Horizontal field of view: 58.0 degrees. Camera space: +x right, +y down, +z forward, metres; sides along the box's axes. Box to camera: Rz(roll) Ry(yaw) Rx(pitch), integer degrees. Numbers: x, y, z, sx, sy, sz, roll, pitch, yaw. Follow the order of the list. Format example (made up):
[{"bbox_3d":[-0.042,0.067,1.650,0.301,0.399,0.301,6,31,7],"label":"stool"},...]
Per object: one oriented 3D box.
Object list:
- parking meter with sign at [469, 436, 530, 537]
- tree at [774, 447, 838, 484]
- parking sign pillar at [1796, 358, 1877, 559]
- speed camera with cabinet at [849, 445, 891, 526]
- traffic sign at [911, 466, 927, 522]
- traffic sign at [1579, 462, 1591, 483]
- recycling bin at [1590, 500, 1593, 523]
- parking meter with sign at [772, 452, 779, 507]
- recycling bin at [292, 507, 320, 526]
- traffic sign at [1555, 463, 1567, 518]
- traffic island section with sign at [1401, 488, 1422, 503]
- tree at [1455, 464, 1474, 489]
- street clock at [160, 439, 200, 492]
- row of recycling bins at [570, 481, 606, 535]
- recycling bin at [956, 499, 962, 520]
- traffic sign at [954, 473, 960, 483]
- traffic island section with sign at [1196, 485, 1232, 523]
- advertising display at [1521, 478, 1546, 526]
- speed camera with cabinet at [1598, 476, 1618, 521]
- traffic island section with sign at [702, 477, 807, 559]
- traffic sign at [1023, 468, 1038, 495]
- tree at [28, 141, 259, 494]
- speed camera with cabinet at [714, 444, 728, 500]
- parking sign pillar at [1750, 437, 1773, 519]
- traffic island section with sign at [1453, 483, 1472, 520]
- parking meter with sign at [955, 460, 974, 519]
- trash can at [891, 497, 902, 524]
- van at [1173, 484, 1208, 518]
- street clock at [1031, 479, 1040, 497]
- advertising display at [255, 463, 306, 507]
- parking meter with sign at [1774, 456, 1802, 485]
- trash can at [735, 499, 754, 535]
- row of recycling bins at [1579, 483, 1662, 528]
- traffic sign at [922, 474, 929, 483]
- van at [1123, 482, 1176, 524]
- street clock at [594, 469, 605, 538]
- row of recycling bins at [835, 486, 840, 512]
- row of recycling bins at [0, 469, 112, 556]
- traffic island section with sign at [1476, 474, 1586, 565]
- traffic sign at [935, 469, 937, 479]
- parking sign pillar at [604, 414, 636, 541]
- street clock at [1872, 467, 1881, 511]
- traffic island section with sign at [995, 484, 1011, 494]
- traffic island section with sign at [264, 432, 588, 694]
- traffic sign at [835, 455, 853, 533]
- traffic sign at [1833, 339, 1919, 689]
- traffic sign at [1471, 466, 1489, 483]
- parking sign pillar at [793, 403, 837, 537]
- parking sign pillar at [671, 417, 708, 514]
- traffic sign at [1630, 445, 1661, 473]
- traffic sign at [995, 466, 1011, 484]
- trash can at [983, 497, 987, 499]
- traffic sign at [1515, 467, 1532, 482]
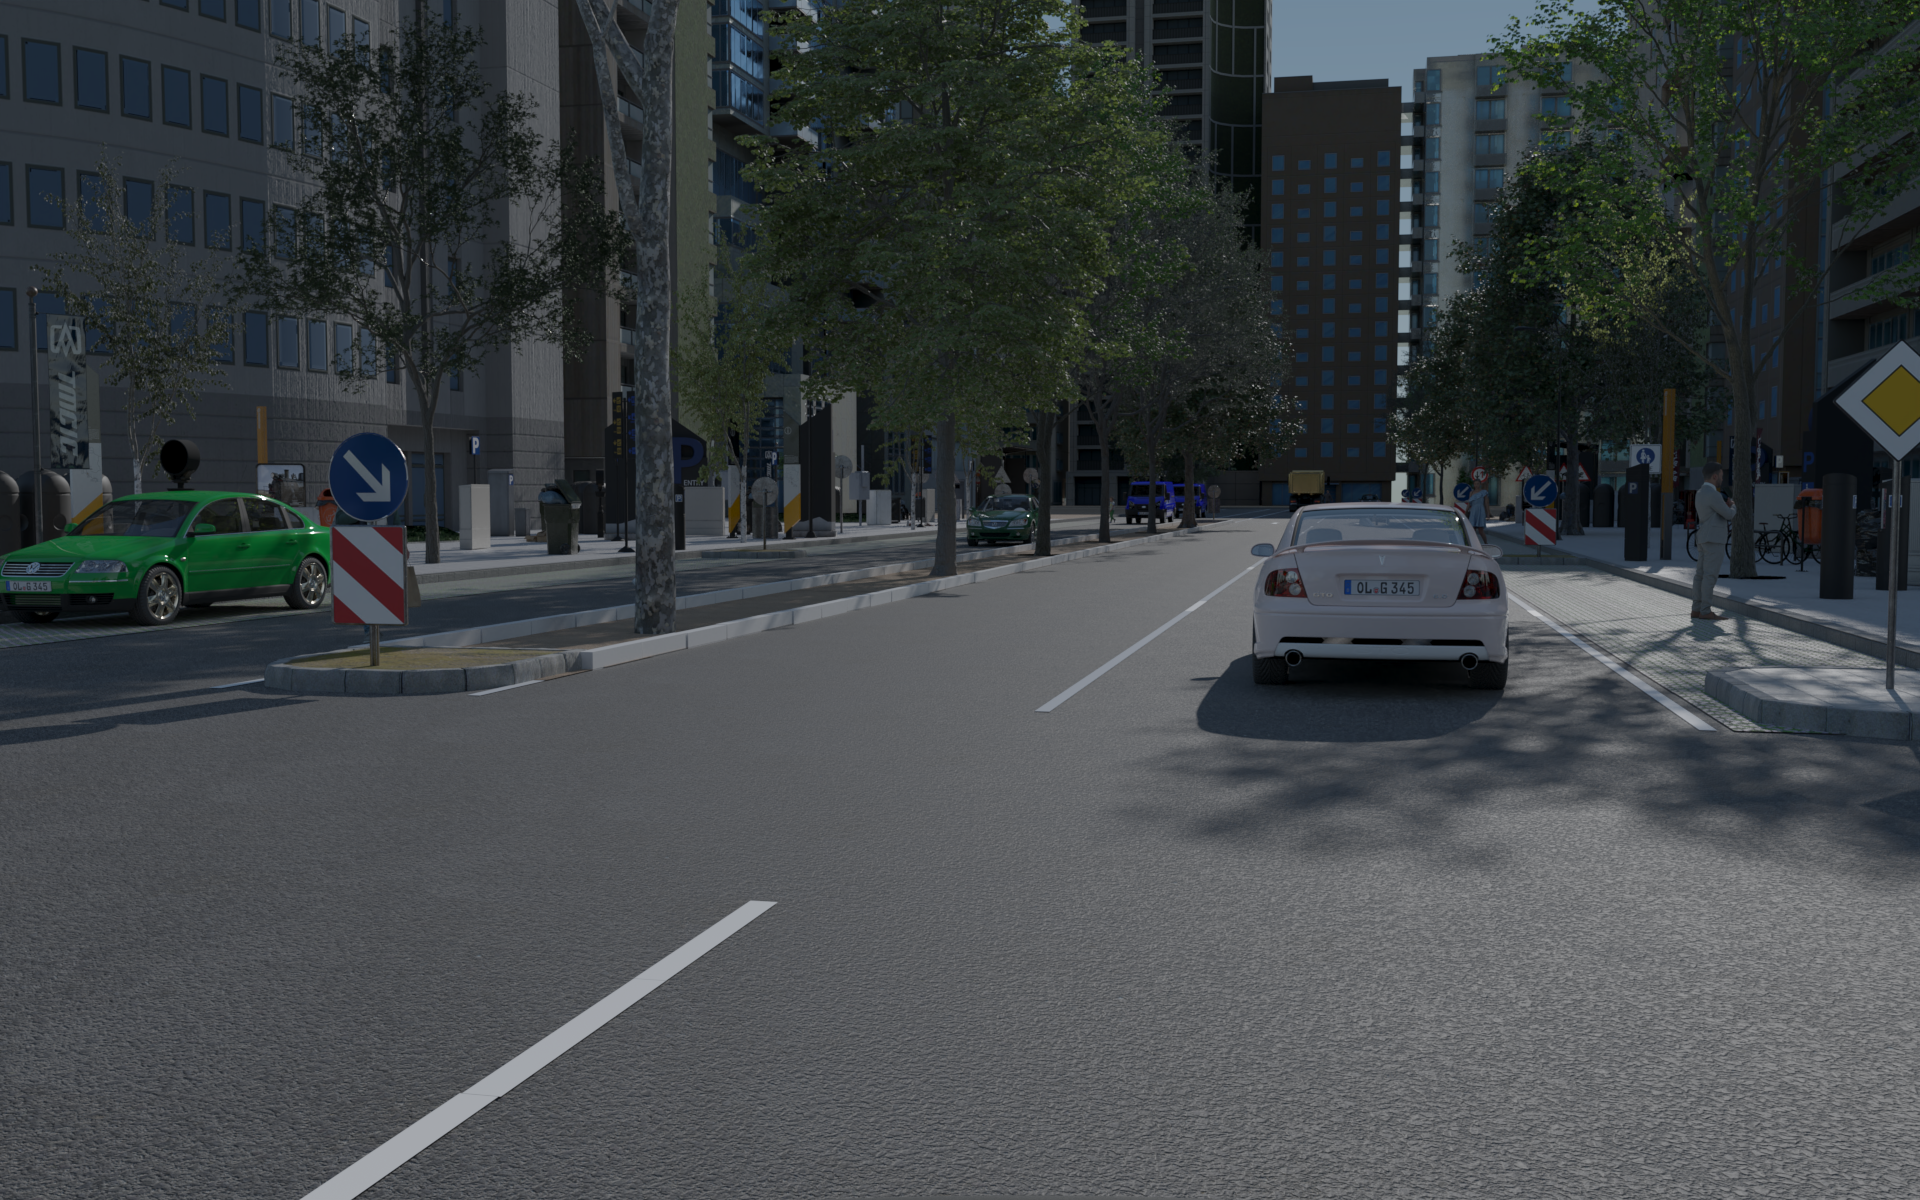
[{"bbox_3d":[-13.882,-3.431,52.362,1.738,3.016,0.543,1,4,9],"label":"parking meter with sign"},{"bbox_3d":[-7.975,-6.501,90.009,4.285,4.588,4.351,0,3,0],"label":"tree"},{"bbox_3d":[17.512,-2.819,34.559,1.447,3.967,1.447,-1,4,-11],"label":"parking sign pillar"},{"bbox_3d":[-3.667,-4.677,70.811,0.660,3.252,2.038,3,4,37],"label":"speed camera with cabinet"},{"bbox_3d":[-1.912,-4.865,79.653,0.768,2.556,0.104,1,4,17],"label":"traffic sign"},{"bbox_3d":[25.328,-4.332,70.824,0.884,2.594,0.081,1,4,15],"label":"traffic sign"},{"bbox_3d":[27.188,-3.865,75.753,0.722,1.027,0.722,-2,4,-28],"label":"recycling bin"},{"bbox_3d":[-6.861,-4.607,71.581,1.738,3.016,0.543,-2,4,-30],"label":"parking meter with sign"},{"bbox_3d":[-12.531,-1.249,32.974,0.722,1.027,0.722,2,4,34],"label":"recycling bin"},{"bbox_3d":[25.139,-4.414,72.169,0.884,2.594,0.081,1,4,17],"label":"traffic sign"},{"bbox_3d":[29.112,-6.252,110.847,1.989,1.847,2.006,1,4,13],"label":"traffic island section with sign"},{"bbox_3d":[31.538,-6.977,108.675,1.663,3.219,1.824,0,3,0],"label":"tree"},{"bbox_3d":[-10.385,-1.134,23.108,0.471,2.002,0.358,1,4,18],"label":"street clock"},{"bbox_3d":[-12.145,-3.017,56.442,1.069,1.692,3.534,-2,4,-24],"label":"row of recycling bins"},{"bbox_3d":[-0.310,-4.455,85.389,0.722,1.027,0.722,1,4,8],"label":"recycling bin"},{"bbox_3d":[-0.437,-5.058,82.694,0.884,2.594,0.081,1,4,17],"label":"traffic sign"},{"bbox_3d":[12.648,-4.803,86.667,2.006,1.907,1.989,1,4,13],"label":"traffic island section with sign"},{"bbox_3d":[23.302,-3.984,70.350,0.974,1.923,0.123,0,4,-3],"label":"advertising display"},{"bbox_3d":[30.945,-5.414,82.860,2.038,3.252,0.660,0,4,3],"label":"speed camera with cabinet"},{"bbox_3d":[-4.556,-1.865,39.117,1.989,1.847,2.006,1,4,13],"label":"traffic island section with sign"},{"bbox_3d":[3.414,-5.139,84.130,0.768,2.556,0.104,1,4,22],"label":"traffic sign"},{"bbox_3d":[-17.513,-5.315,37.271,4.360,8.622,3.978,0,3,0],"label":"tree"},{"bbox_3d":[-9.745,-4.566,68.983,0.660,3.252,2.038,-3,4,-37],"label":"speed camera with cabinet"},{"bbox_3d":[32.193,-5.001,70.238,1.447,3.967,1.447,3,5,43],"label":"parking sign pillar"},{"bbox_3d":[17.813,-3.259,61.918,1.989,1.847,2.006,1,4,13],"label":"traffic island section with sign"},{"bbox_3d":[-0.162,-5.693,89.349,1.738,3.016,0.543,-1,4,-20],"label":"parking meter with sign"},{"bbox_3d":[-2.882,-3.875,75.011,0.748,1.137,0.748,0,3,0],"label":"trash can"},{"bbox_3d":[13.641,-6.074,103.689,2.240,2.365,5.245,1,4,13],"label":"van"},{"bbox_3d":[3.625,-4.789,82.871,0.471,2.002,0.358,0,4,7],"label":"street clock"},{"bbox_3d":[-14.188,-1.896,36.218,0.974,1.923,0.123,-1,4,-14],"label":"advertising display"},{"bbox_3d":[37.407,-4.978,77.655,0.543,3.016,1.738,-2,4,-30],"label":"parking meter with sign"},{"bbox_3d":[-6.829,-2.627,54.611,0.748,1.137,0.748,0,3,0],"label":"trash can"},{"bbox_3d":[25.284,-3.642,66.662,3.534,1.692,1.069,1,4,22],"label":"row of recycling bins"},{"bbox_3d":[-1.817,-4.980,81.524,0.768,2.556,0.104,1,4,16],"label":"traffic sign"},{"bbox_3d":[9.277,-4.887,84.291,2.240,2.365,5.245,1,4,13],"label":"van"},{"bbox_3d":[-10.524,-2.821,50.694,0.358,2.002,0.471,-1,4,-9],"label":"street clock"},{"bbox_3d":[-6.274,-4.728,84.422,1.069,1.692,3.534,0,4,-2],"label":"row of recycling bins"},{"bbox_3d":[-15.349,-1.288,28.164,1.069,1.692,3.534,1,4,23],"label":"row of recycling bins"},{"bbox_3d":[11.752,-1.653,35.650,1.989,1.847,2.006,1,4,13],"label":"traffic island section with sign"},{"bbox_3d":[-0.828,-4.911,80.408,0.768,2.556,0.104,1,4,17],"label":"traffic sign"},{"bbox_3d":[-9.235,-3.666,48.410,1.447,3.967,1.447,0,4,1],"label":"parking sign pillar"},{"bbox_3d":[24.355,-2.536,46.033,0.358,2.002,0.471,-1,4,-17],"label":"street clock"},{"bbox_3d":[1.582,-3.494,65.751,1.989,1.847,2.006,1,4,13],"label":"traffic island section with sign"},{"bbox_3d":[-4.237,-0.325,13.443,2.006,1.907,1.989,1,4,13],"label":"traffic island section with sign"},{"bbox_3d":[-3.893,-3.467,56.792,0.768,2.556,0.104,1,4,17],"label":"traffic sign"},{"bbox_3d":[6.116,-0.470,11.333,0.795,2.450,0.064,1,4,13],"label":"traffic sign"},{"bbox_3d":[23.900,-4.867,79.685,0.768,2.556,0.104,1,4,17],"label":"traffic sign"},{"bbox_3d":[-4.408,-3.872,51.786,1.447,3.967,1.447,1,4,13],"label":"parking sign pillar"},{"bbox_3d":[-9.338,-4.346,59.522,1.447,3.967,1.447,-1,4,-15],"label":"parking sign pillar"},{"bbox_3d":[14.129,-2.057,35.755,0.606,2.300,0.079,1,4,18],"label":"traffic sign"},{"bbox_3d":[1.907,-4.882,79.824,0.884,2.594,0.081,1,4,14],"label":"traffic sign"},{"bbox_3d":[1.478,-4.344,82.676,0.748,1.137,0.748,0,3,0],"label":"trash can"},{"bbox_3d":[23.918,-4.477,73.209,0.884,2.594,0.081,1,4,18],"label":"traffic sign"}]
